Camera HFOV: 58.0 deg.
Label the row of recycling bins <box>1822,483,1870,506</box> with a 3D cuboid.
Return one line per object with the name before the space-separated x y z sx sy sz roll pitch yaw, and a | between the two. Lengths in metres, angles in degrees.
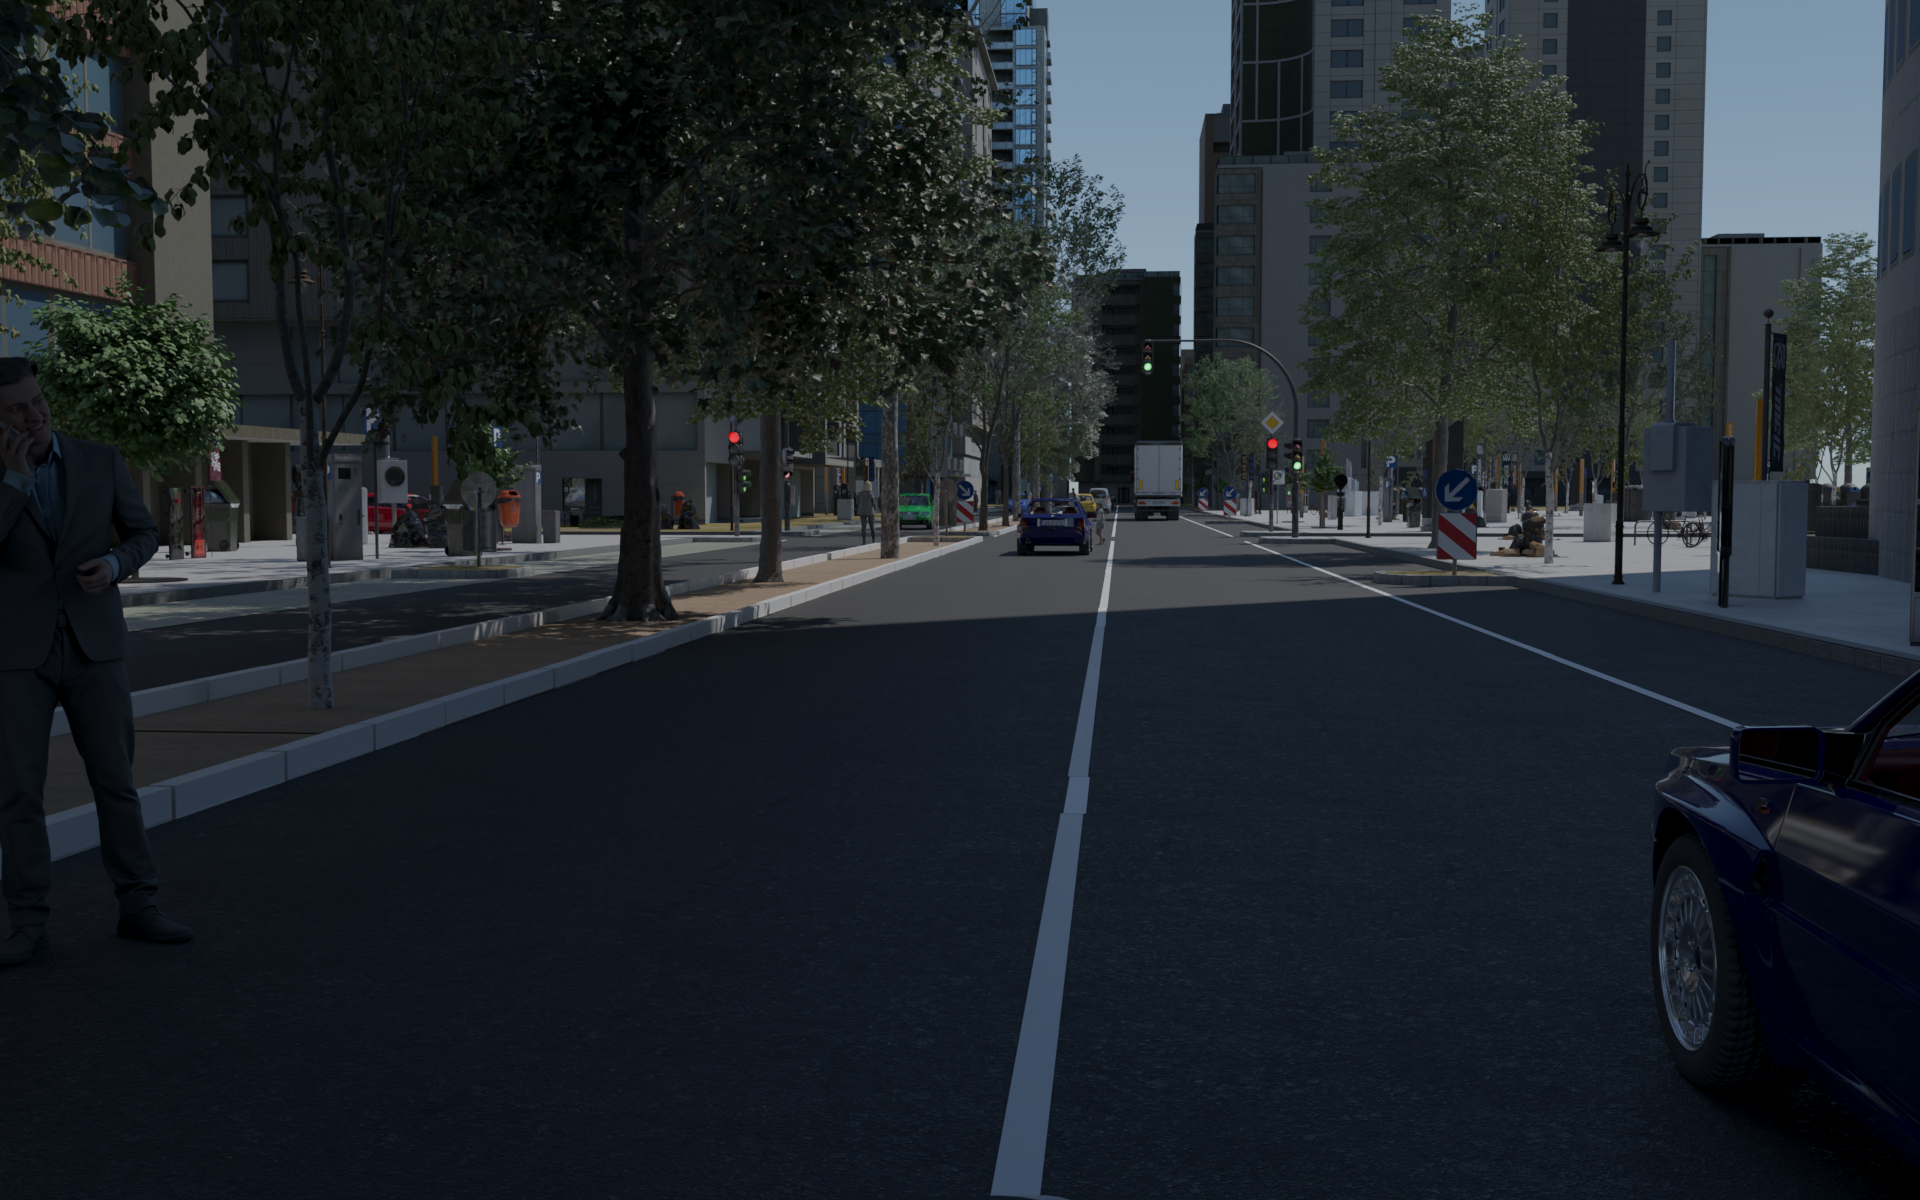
row of recycling bins | 34.448 -3.624 66.366 3.534 1.692 1.069 0 4 -7

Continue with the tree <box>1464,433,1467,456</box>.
tree | 24.899 -8.674 92.188 4.360 8.622 3.978 0 3 0

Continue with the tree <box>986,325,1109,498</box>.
tree | 5.860 -12.871 119.555 9.857 13.997 8.962 0 3 0

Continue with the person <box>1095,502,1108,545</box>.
person | 4.024 -2.167 48.939 0.382 1.210 0.505 0 4 -7

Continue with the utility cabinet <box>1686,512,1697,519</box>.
utility cabinet | 38.203 -4.891 91.132 1.020 1.237 0.306 3 5 41

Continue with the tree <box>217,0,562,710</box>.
tree | -4.230 -3.559 11.014 4.737 8.622 4.395 0 3 0

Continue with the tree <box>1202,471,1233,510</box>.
tree | 21.452 -9.062 142.757 1.663 3.219 1.824 0 3 0

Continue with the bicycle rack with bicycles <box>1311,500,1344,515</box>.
bicycle rack with bicycles | 23.204 -5.663 105.966 2.852 0.926 2.925 -1 4 -22

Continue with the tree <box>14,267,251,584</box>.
tree | -12.163 -2.548 25.376 4.285 4.588 4.351 0 3 0

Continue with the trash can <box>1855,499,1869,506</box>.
trash can | 26.010 -2.323 49.637 0.748 1.137 0.748 0 3 0

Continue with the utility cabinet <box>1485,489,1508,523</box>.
utility cabinet | 23.743 -4.161 76.710 0.318 1.500 1.173 -1 4 -18

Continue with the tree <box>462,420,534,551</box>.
tree | -10.698 -2.724 39.141 1.663 3.219 1.824 0 3 0

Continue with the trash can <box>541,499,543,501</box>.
trash can | -12.220 -2.300 49.254 0.748 1.137 0.748 0 3 0

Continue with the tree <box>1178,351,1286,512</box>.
tree | 19.577 -12.176 124.839 9.928 11.665 9.643 0 3 0

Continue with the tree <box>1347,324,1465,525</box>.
tree | 17.473 -7.377 70.983 4.360 8.622 3.978 0 3 0

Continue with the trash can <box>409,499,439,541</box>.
trash can | -14.250 -2.106 46.081 0.748 1.137 0.748 0 3 0

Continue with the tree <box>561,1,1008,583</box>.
tree | -3.142 -6.576 28.105 7.486 12.596 7.792 0 3 0

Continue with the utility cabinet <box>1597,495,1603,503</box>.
utility cabinet | 44.191 -6.663 120.109 1.020 1.237 0.306 -2 4 -35

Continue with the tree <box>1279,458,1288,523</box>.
tree | 15.189 -5.114 78.212 1.663 3.219 1.824 0 3 0

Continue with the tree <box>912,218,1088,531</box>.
tree | 0.970 -8.335 64.485 9.928 11.665 9.643 0 3 0

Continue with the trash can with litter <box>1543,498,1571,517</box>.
trash can with litter | 33.807 -5.359 98.672 1.678 1.210 2.233 1 4 12

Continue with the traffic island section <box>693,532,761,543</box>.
traffic island section | -6.768 -1.842 52.401 2.009 0.180 2.903 0 4 5

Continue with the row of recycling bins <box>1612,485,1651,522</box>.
row of recycling bins | 31.517 -4.532 81.209 1.069 1.692 3.534 0 4 3

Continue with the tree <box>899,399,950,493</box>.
tree | -2.797 -10.860 127.931 4.737 8.622 4.395 0 3 0

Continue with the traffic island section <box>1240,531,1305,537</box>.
traffic island section | 10.585 -2.235 58.824 2.009 0.180 2.903 0 4 5

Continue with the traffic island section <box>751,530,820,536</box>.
traffic island section | -6.036 -2.329 60.353 2.009 0.180 2.903 0 4 5

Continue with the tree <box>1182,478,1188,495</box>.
tree | 25.821 -12.649 201.418 1.663 3.219 1.824 0 3 0

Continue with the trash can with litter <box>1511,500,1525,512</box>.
trash can with litter | 40.439 -6.993 125.727 1.055 1.170 0.624 2 4 26

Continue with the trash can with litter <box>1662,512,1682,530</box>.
trash can with litter | 25.619 -3.107 62.189 0.624 1.170 1.055 0 4 -6

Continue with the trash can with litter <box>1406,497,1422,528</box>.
trash can with litter | 17.234 -3.344 66.065 0.624 1.170 1.055 0 4 2

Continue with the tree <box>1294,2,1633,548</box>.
tree | 11.761 -7.493 40.631 7.486 12.596 7.792 0 3 0

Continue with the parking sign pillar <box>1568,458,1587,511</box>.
parking sign pillar | 46.478 -8.664 130.135 1.447 3.967 1.447 -1 4 -21

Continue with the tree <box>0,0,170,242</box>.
tree | -4.859 -5.773 3.495 9.857 13.997 8.962 0 3 0

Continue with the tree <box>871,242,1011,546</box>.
tree | -0.642 -5.791 47.497 4.360 8.622 3.978 0 3 0

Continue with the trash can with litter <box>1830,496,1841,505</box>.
trash can with litter | 31.873 -3.169 62.871 1.678 1.210 2.233 0 4 -5

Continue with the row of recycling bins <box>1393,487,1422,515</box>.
row of recycling bins | 28.000 -6.219 108.795 3.534 1.692 1.069 -3 4 -36

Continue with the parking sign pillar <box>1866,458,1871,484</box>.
parking sign pillar | 65.744 -8.333 124.714 1.447 3.967 1.447 0 4 3

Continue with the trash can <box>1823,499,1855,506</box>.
trash can | 20.847 -1.825 41.492 0.748 1.137 0.748 0 3 0

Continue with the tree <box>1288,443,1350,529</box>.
tree | 13.502 -4.279 64.564 1.663 3.219 1.824 0 3 0

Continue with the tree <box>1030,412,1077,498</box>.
tree | 6.639 -10.645 126.872 4.360 8.622 3.978 0 3 0

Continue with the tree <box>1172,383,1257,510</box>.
tree | 20.082 -12.363 136.541 7.601 10.594 8.767 0 4 -5

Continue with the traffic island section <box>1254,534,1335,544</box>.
traffic island section | 9.853 -1.749 50.872 2.009 0.180 2.903 0 4 5

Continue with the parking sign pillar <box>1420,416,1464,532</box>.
parking sign pillar | 16.631 -4.355 59.675 1.447 3.967 1.447 -1 4 -10

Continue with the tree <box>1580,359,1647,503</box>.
tree | 33.097 -8.521 89.676 4.360 8.622 3.978 0 3 0

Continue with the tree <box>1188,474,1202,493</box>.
tree | 23.113 -10.507 166.387 1.663 3.219 1.824 0 3 0

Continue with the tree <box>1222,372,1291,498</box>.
tree | 17.826 -9.488 105.494 4.360 8.622 3.978 0 3 0

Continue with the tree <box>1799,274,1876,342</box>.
tree | 29.745 -6.642 58.951 4.737 8.622 4.395 0 3 0

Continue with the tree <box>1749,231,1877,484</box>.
tree | 38.670 -9.625 75.503 7.486 12.596 7.792 0 3 0

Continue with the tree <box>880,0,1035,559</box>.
tree | -2.682 -11.032 38.726 12.611 20.169 13.585 0 3 0

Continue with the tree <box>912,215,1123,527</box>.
tree | 2.033 -9.976 75.929 12.009 13.543 11.850 0 3 0

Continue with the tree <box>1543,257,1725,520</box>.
tree | 26.519 -8.195 68.395 7.601 10.594 8.767 2 4 31

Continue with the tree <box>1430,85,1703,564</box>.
tree | 10.906 -4.965 31.535 4.737 8.622 4.395 0 3 0

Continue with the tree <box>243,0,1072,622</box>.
tree | -3.622 -6.117 19.476 9.611 12.733 9.660 0 3 0

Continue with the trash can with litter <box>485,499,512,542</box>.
trash can with litter | -12.368 -2.154 46.606 0.624 1.170 1.055 2 4 28

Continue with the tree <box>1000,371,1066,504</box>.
tree | 4.040 -8.985 99.731 4.737 8.622 4.395 0 3 0

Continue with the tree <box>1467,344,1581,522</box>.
tree | 26.035 -7.923 79.906 4.360 8.622 3.978 0 3 0

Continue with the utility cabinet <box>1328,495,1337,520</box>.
utility cabinet | 18.730 -4.643 87.071 0.306 1.237 1.020 0 4 2

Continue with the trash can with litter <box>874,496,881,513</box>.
trash can with litter | -4.964 -6.363 115.088 2.233 1.210 1.678 2 4 33

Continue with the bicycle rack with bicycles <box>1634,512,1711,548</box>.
bicycle rack with bicycles | 18.165 -1.787 42.604 2.925 0.926 2.852 -1 4 -19
